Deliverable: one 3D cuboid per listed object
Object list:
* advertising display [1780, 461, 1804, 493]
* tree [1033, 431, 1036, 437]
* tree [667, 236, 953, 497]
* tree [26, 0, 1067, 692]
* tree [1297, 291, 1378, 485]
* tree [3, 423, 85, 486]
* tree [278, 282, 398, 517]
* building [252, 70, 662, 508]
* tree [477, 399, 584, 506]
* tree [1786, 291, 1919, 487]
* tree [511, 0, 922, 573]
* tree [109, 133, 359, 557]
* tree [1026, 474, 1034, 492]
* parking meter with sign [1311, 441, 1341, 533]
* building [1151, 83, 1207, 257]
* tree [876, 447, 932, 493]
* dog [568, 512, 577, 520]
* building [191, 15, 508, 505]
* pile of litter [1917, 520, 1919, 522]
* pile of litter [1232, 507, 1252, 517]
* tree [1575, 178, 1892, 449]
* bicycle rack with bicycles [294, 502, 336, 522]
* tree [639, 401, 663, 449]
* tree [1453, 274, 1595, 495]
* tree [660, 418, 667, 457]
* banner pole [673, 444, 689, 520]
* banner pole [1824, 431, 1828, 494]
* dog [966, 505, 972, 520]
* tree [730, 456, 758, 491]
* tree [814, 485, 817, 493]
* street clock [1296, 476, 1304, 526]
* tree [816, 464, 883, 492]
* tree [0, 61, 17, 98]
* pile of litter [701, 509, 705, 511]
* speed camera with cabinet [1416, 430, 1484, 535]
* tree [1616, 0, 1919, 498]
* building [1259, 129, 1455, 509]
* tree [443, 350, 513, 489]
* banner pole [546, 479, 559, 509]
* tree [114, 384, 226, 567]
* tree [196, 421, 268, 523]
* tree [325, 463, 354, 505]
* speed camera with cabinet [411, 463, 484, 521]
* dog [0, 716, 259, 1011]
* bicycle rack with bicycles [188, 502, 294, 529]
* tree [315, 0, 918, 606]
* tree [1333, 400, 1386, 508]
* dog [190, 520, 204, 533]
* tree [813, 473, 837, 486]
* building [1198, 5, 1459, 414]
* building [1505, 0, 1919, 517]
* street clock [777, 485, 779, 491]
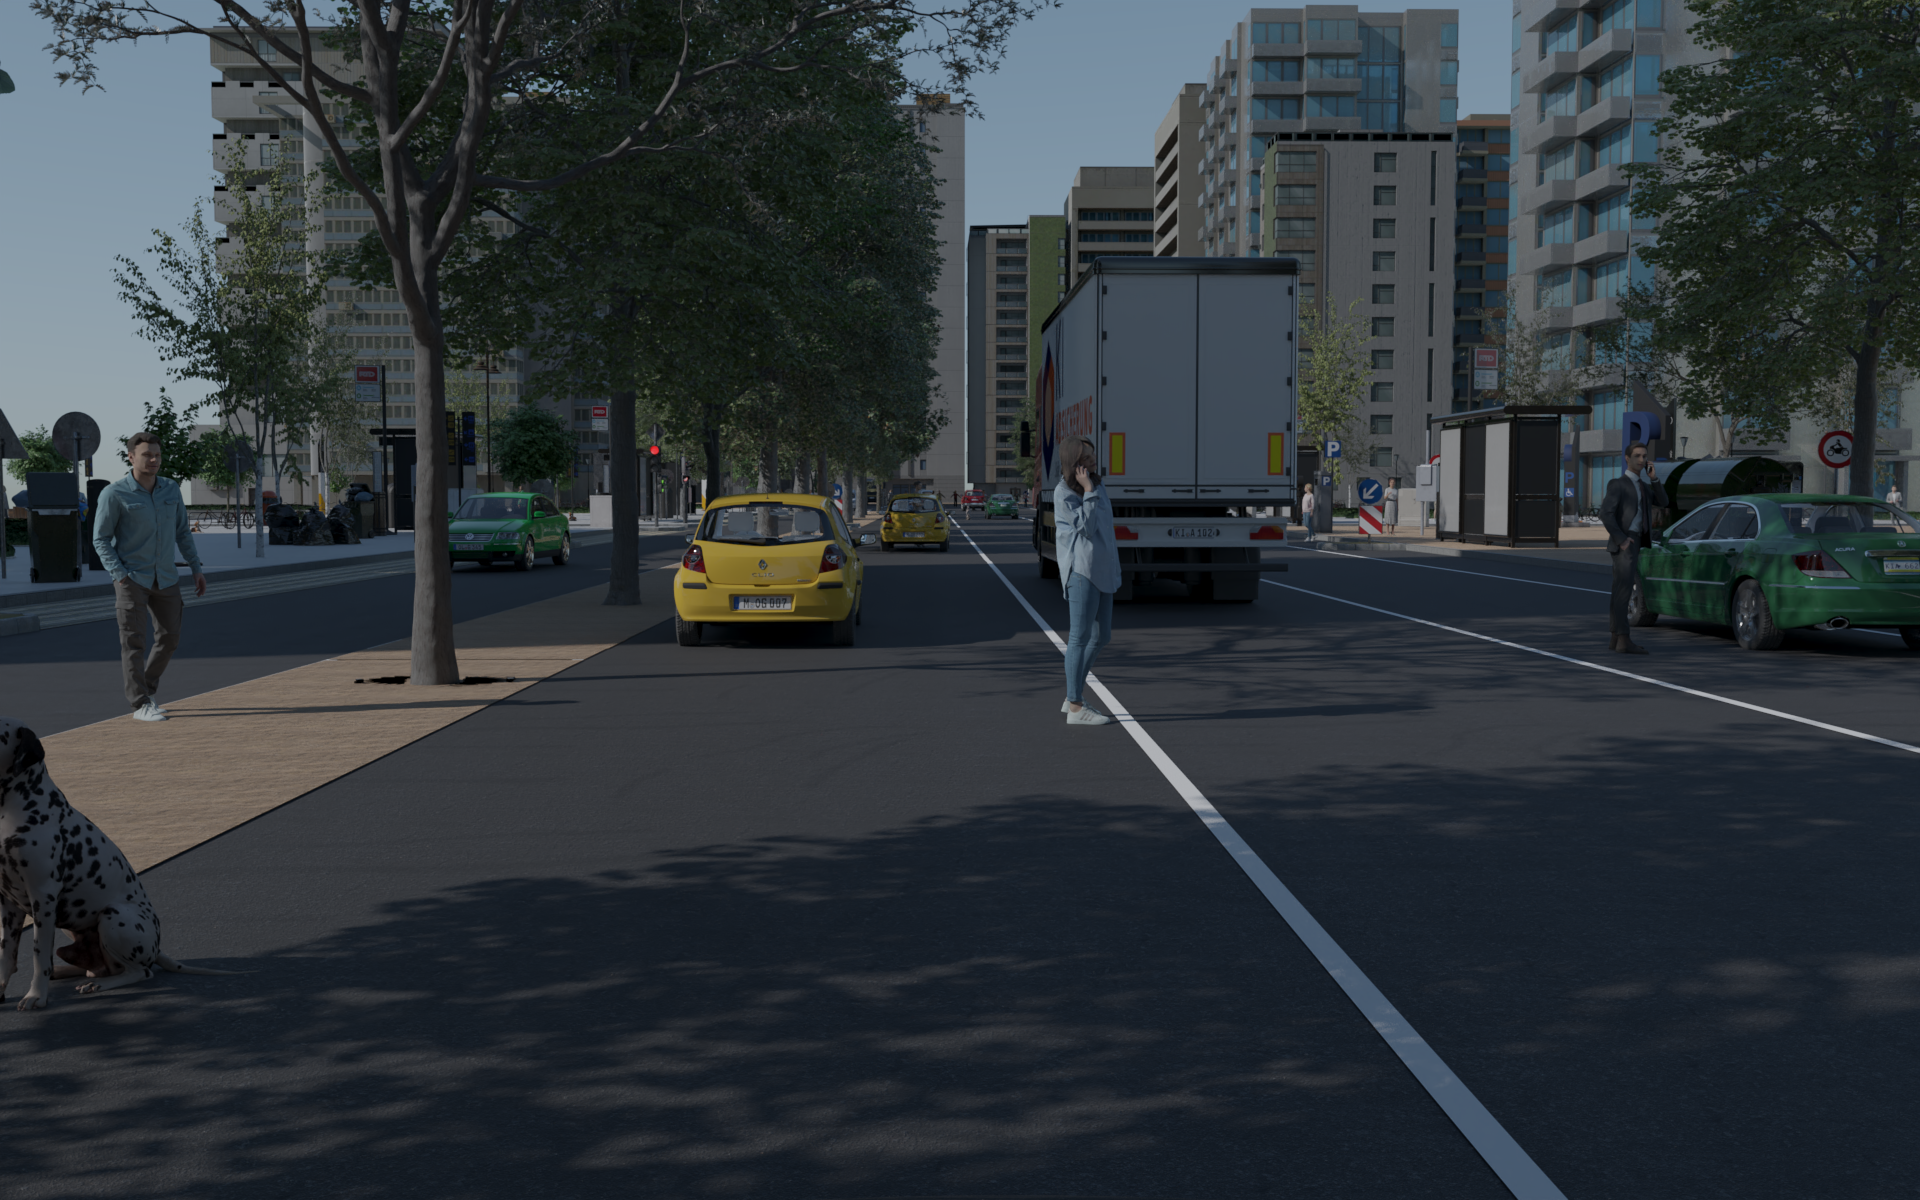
[{"bbox_3d":[16.120,-1.776,34.253,0.974,1.923,0.123,1,4,23],"label":"advertising display"},{"bbox_3d":[10.507,-14.138,156.903,9.928,11.665,9.643,0,3,0],"label":"tree"},{"bbox_3d":[-5.037,-8.783,63.073,9.611,12.733,9.660,0,3,0],"label":"tree"},{"bbox_3d":[-3.923,-6.096,12.494,12.009,13.543,11.850,0,3,0],"label":"tree"},{"bbox_3d":[13.084,-6.829,62.023,4.737,8.622,4.395,0,3,0],"label":"tree"},{"bbox_3d":[-42.433,-5.903,80.236,4.285,4.588,4.351,0,3,0],"label":"tree"},{"bbox_3d":[-22.144,-6.775,61.139,4.360,8.622,3.978,0,3,0],"label":"tree"},{"bbox_3d":[-45.362,-28.767,162.221,32.217,40.220,23.993,0,4,-1],"label":"building"},{"bbox_3d":[-13.997,-4.440,56.314,4.285,4.588,4.351,0,3,0],"label":"tree"},{"bbox_3d":[30.805,-6.671,59.439,4.360,8.622,3.978,0,3,0],"label":"tree"},{"bbox_3d":[-4.431,-6.297,31.165,9.928,11.665,9.643,0,3,0],"label":"tree"},{"bbox_3d":[-14.450,-5.178,35.015,4.737,8.622,4.395,0,3,0],"label":"tree"},{"bbox_3d":[9.694,-14.390,218.982,4.285,4.588,4.351,0,3,0],"label":"tree"},{"bbox_3d":[12.057,-3.741,57.425,0.543,3.016,1.738,0,4,-7],"label":"parking meter with sign"},{"bbox_3d":[34.489,-35.338,201.482,21.300,48.544,21.600,0,4,-1],"label":"building"},{"bbox_3d":[-6.337,-12.161,135.694,8.767,10.594,7.601,0,4,-1],"label":"tree"},{"bbox_3d":[-19.228,-4.155,85.671,0.550,0.427,0.748,-1,4,-15],"label":"dog"},{"bbox_3d":[-68.253,-37.153,196.688,27.495,52.752,28.713,0,4,-1],"label":"building"},{"bbox_3d":[43.221,-3.863,77.128,1.176,0.858,1.719,-1,4,-9],"label":"pile of litter"},{"bbox_3d":[12.639,-3.971,78.885,1.719,0.858,1.176,0,4,5],"label":"pile of litter"},{"bbox_3d":[22.849,-7.177,51.758,8.767,10.594,7.601,1,4,14],"label":"tree"},{"bbox_3d":[-28.718,-3.867,76.608,2.852,0.926,2.925,0,4,3],"label":"bicycle rack with bicycles"},{"bbox_3d":[-20.775,-10.593,123.564,4.360,8.622,3.978,0,3,0],"label":"tree"},{"bbox_3d":[19.167,-6.618,58.572,4.360,8.622,3.978,0,3,0],"label":"tree"},{"bbox_3d":[-15.981,-12.106,114.948,9.611,12.733,9.660,0,3,0],"label":"tree"},{"bbox_3d":[-14.015,-5.941,87.152,0.863,3.779,0.401,-2,4,-25],"label":"banner pole"},{"bbox_3d":[34.403,-4.821,68.833,0.401,3.779,0.863,2,4,30],"label":"banner pole"},{"bbox_3d":[0.373,-4.858,96.269,0.513,0.831,0.800,3,4,38],"label":"dog"},{"bbox_3d":[-15.735,-9.001,130.885,4.285,4.588,4.351,0,3,0],"label":"tree"},{"bbox_3d":[-16.364,-12.607,200.726,1.663,3.219,1.824,0,3,0],"label":"tree"},{"bbox_3d":[13.476,-3.922,68.688,0.358,2.002,0.471,0,4,5],"label":"street clock"},{"bbox_3d":[-5.561,-8.155,86.147,4.360,8.622,3.978,0,3,0],"label":"tree"},{"bbox_3d":[-4.143,-5.648,1.463,9.857,13.997,8.962,0,3,0],"label":"tree"},{"bbox_3d":[-18.929,-7.144,130.761,1.176,0.858,1.719,-1,4,-17],"label":"pile of litter"},{"bbox_3d":[15.176,-3.621,53.547,2.038,3.252,0.660,3,5,39],"label":"speed camera with cabinet"},{"bbox_3d":[14.097,-6.591,25.894,7.486,12.596,7.792,0,3,0],"label":"tree"},{"bbox_3d":[31.335,-22.608,141.345,14.160,30.474,14.107,0,4,-1],"label":"building"},{"bbox_3d":[-23.998,-8.220,84.759,4.737,8.622,4.395,0,3,0],"label":"tree"},{"bbox_3d":[-18.435,-5.398,78.281,0.863,3.779,0.401,-1,4,-14],"label":"banner pole"},{"bbox_3d":[-14.213,-2.215,30.820,1.663,3.219,1.824,0,3,0],"label":"tree"},{"bbox_3d":[-32.759,-5.735,77.481,4.285,4.588,4.351,0,3,0],"label":"tree"},{"bbox_3d":[-34.802,-6.219,96.290,1.663,3.219,1.824,0,3,0],"label":"tree"},{"bbox_3d":[-15.423,-3.536,52.147,2.038,3.252,0.660,0,4,5],"label":"speed camera with cabinet"},{"bbox_3d":[-2.459,0.723,5.011,0.800,0.831,0.513,-1,4,-22],"label":"dog"},{"bbox_3d":[-26.990,-3.108,64.195,2.852,0.926,2.925,1,4,22],"label":"bicycle rack with bicycles"},{"bbox_3d":[-4.434,-6.224,22.345,7.486,12.596,7.792,0,3,0],"label":"tree"},{"bbox_3d":[29.903,-11.106,131.950,4.360,8.622,3.978,0,3,0],"label":"tree"},{"bbox_3d":[-25.442,-2.450,57.788,0.550,0.427,0.748,-1,4,-9],"label":"dog"},{"bbox_3d":[-17.144,-14.351,218.359,4.285,4.588,4.351,0,3,0],"label":"tree"},{"bbox_3d":[36.392,-34.001,175.516,23.786,49.044,30.456,0,4,-1],"label":"building"},{"bbox_3d":[47.829,-29.396,100.228,30.456,49.044,23.786,0,4,-1],"label":"building"},{"bbox_3d":[-14.688,-8.155,137.911,0.358,2.002,0.471,3,5,41],"label":"street clock"}]
